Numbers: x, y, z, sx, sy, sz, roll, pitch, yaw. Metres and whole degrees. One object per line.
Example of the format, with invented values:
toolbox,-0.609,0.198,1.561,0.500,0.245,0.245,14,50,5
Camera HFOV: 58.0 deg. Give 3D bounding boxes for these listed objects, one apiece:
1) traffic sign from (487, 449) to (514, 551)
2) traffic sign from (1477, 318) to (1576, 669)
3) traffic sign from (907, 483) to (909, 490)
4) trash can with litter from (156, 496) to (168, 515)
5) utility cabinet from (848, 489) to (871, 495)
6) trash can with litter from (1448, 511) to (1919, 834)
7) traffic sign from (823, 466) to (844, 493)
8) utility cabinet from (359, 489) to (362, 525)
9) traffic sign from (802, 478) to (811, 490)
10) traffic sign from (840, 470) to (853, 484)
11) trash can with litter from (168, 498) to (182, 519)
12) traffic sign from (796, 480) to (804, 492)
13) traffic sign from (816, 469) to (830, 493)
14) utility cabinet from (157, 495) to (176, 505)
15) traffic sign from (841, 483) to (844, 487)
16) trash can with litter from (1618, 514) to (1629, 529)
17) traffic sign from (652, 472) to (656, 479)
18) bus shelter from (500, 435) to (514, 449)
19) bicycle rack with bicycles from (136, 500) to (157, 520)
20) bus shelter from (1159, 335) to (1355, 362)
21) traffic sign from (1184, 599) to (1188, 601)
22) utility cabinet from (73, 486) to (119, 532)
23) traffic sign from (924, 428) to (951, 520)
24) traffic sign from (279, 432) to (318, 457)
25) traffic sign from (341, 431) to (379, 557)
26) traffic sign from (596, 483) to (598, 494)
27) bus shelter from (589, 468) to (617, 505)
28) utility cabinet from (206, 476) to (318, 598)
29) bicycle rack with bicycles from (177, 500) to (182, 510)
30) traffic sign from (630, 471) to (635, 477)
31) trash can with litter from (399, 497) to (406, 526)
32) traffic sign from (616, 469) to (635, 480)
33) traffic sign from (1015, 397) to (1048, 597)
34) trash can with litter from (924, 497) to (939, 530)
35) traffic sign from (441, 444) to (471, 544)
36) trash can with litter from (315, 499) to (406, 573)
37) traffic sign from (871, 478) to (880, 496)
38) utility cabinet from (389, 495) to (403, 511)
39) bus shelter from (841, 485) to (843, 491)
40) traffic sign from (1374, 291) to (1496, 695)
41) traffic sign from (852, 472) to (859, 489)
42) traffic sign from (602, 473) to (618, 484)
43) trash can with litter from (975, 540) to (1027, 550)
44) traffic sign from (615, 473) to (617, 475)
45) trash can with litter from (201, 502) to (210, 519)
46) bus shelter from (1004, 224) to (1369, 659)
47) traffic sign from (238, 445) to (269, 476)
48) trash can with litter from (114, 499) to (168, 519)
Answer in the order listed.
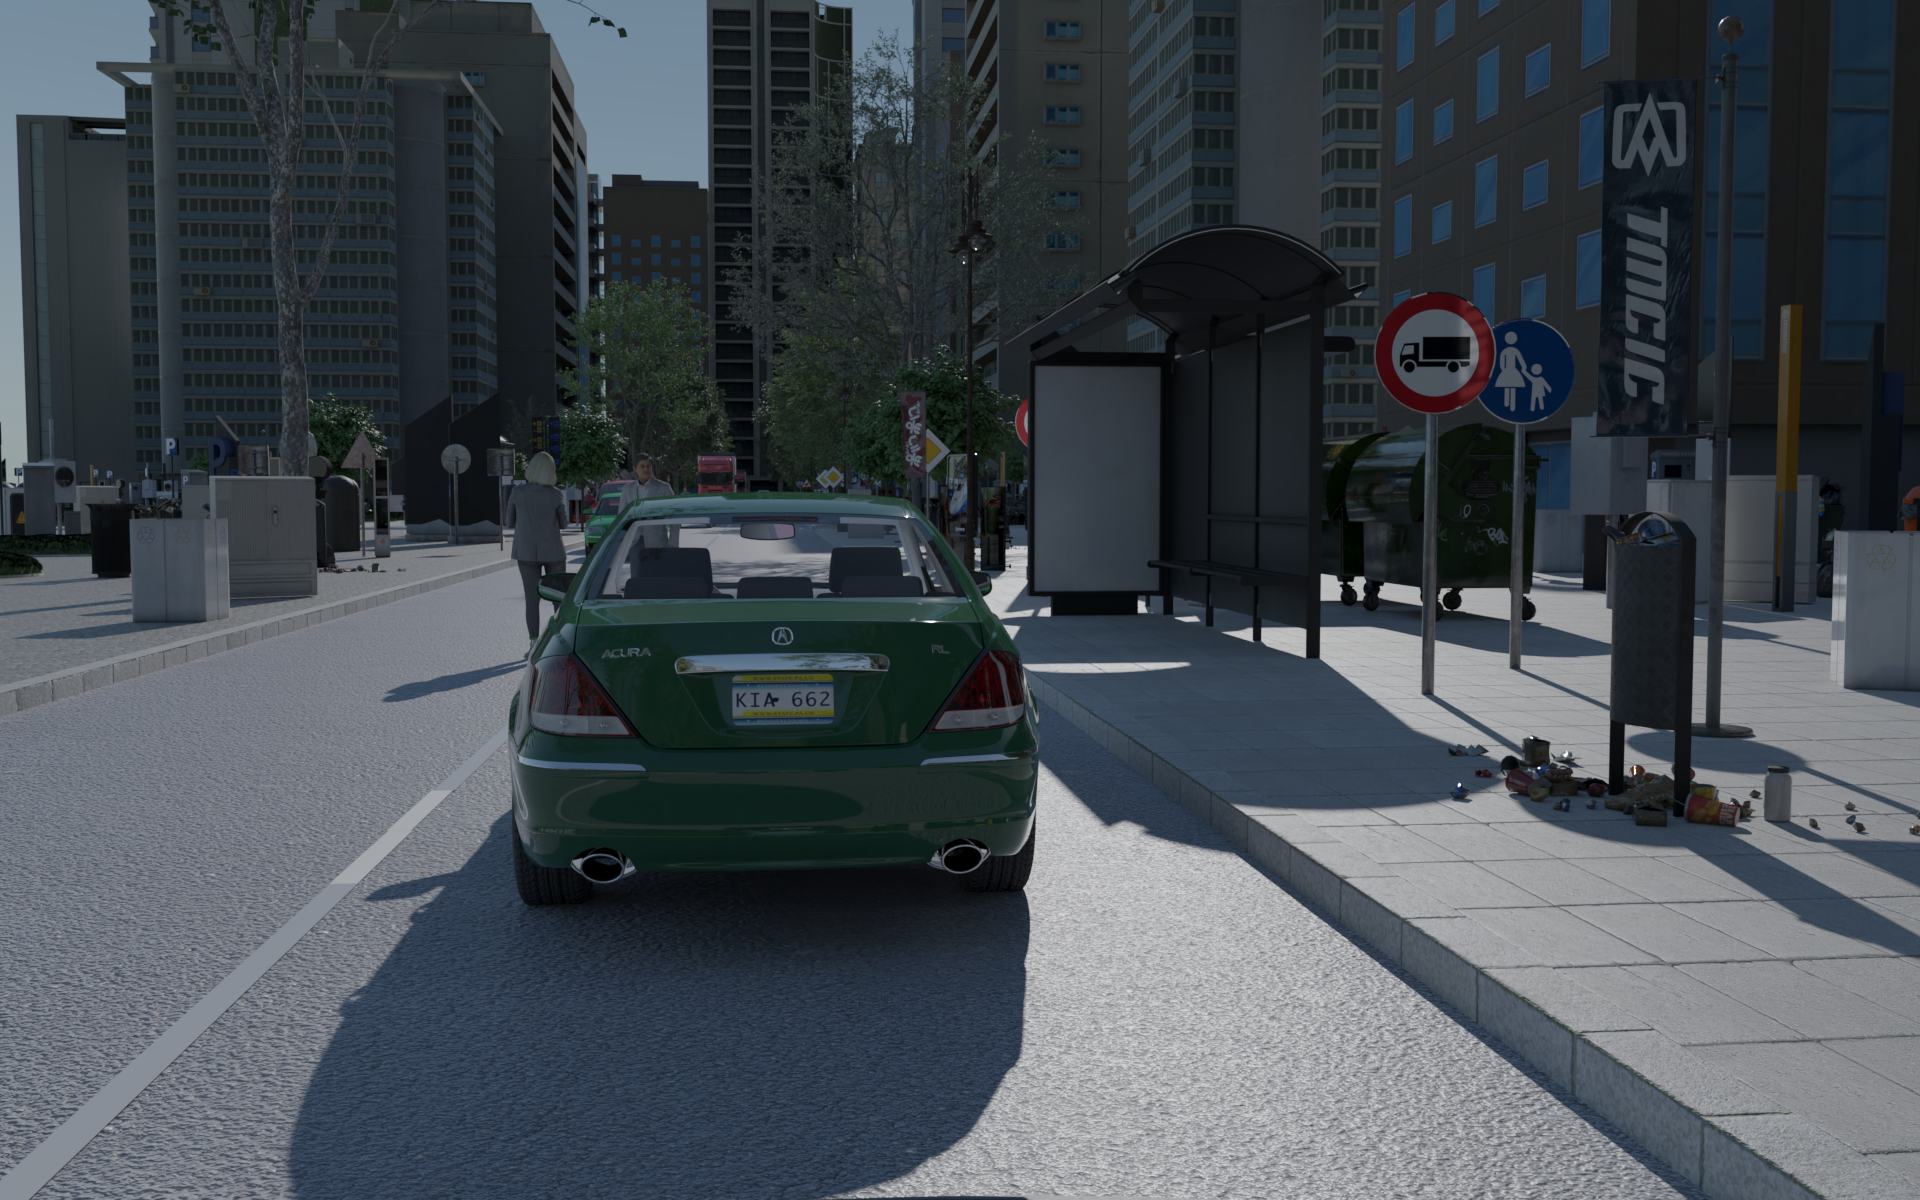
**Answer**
traffic sign,-10.368,-2.264,39.139,0.606,2.300,0.079,0,4,0
traffic sign,4.082,-0.768,12.658,0.768,2.556,0.104,0,4,-1
traffic sign,-1.880,-3.841,62.900,0.768,2.556,0.104,0,4,3
trash can with litter,-32.192,-3.634,70.479,2.233,1.210,1.678,1,4,13
utility cabinet,-4.776,-4.438,81.234,1.173,1.500,0.318,-2,4,-34
trash can with litter,2.879,0.218,7.496,1.678,1.210,2.233,-1,4,-8
traffic sign,-4.541,-3.581,62.195,0.795,2.450,0.064,0,4,-6
utility cabinet,-24.894,-3.776,70.411,1.173,1.500,0.318,-2,4,-24
traffic sign,-12.272,-8.487,138.758,0.884,2.594,0.081,0,4,2
traffic sign,-6.046,-5.608,91.802,0.768,2.556,0.104,0,4,-4
trash can with litter,-21.340,-2.131,46.227,1.055,1.170,0.624,1,4,11
traffic sign,-13.121,-8.722,142.705,0.768,2.556,0.104,0,4,-3
traffic sign,-5.443,-4.066,70.129,0.795,2.450,0.064,0,4,-6
utility cabinet,-49.817,-5.968,108.740,1.020,1.237,0.306,0,4,3
traffic sign,-6.755,-6.142,101.611,0.795,2.450,0.064,0,4,1
trash can with litter,11.036,-1.072,28.910,1.055,1.170,0.624,-3,5,-43
traffic sign,-16.247,-5.565,90.991,0.884,2.594,0.081,0,4,-5
bus shelter,-14.886,-3.575,52.381,2.014,3.302,5.546,0,4,-6
bicycle rack with bicycles,-40.704,-4.398,85.291,2.925,0.926,2.852,-1,4,-21
bus shelter,3.709,-3.029,27.160,2.179,5.291,8.768,0,4,-7
traffic sign,2.737,-1.265,20.794,0.768,2.556,0.104,0,4,1
utility cabinet,-23.508,-2.355,47.177,0.318,1.500,1.173,2,4,26
traffic sign,-0.560,-1.785,30.366,0.795,2.450,0.064,0,4,-4
traffic sign,-12.849,-2.050,33.628,0.768,2.556,0.104,0,4,3
traffic sign,-12.245,-2.171,35.501,0.884,2.594,0.081,0,4,-2
traffic sign,-15.633,-4.562,74.698,0.768,2.556,0.104,0,4,-4
bus shelter,-19.747,-7.035,92.661,2.179,5.291,8.768,0,4,-6
utility cabinet,-8.566,-0.774,21.326,1.173,1.500,0.318,-3,4,-37
bicycle rack with bicycles,-47.026,-5.468,102.784,2.852,0.926,2.925,-3,5,-43
traffic sign,-17.852,-5.813,95.147,0.768,2.556,0.104,0,4,-3
trash can with litter,-22.127,-3.592,70.121,0.624,1.170,1.055,2,4,28
traffic sign,-13.388,-4.013,69.251,0.795,2.450,0.064,0,4,-6
traffic sign,1.058,-1.310,21.524,0.768,2.556,0.104,0,4,-6
trash can with litter,-1.106,-3.038,61.057,0.624,1.170,1.055,-1,4,-21
traffic sign,-12.811,-2.686,44.028,0.768,2.556,0.104,0,4,3
trash can with litter,-10.267,-1.057,28.334,2.233,1.210,1.678,0,4,-7
traffic sign,-3.404,-4.272,71.038,0.795,2.450,0.064,0,4,3
utility cabinet,-33.493,-5.589,102.548,1.020,1.237,0.306,-3,5,-44
bus shelter,-9.081,-8.912,139.626,2.014,3.302,5.546,0,4,-7
traffic sign,2.995,-0.667,11.014,0.768,2.556,0.104,0,4,1
traffic sign,-6.090,-6.008,98.338,0.768,2.556,0.104,0,4,-3
traffic sign,-12.487,-3.527,61.316,0.795,2.450,0.064,0,4,-6
trash can with litter,0.836,-1.831,40.990,1.678,1.210,2.233,0,4,-4
traffic sign,-20.467,-6.304,103.079,0.884,2.594,0.081,0,4,3
trash can with litter,-10.077,-0.786,24.239,1.055,1.170,0.624,0,4,-1
bus shelter,1.775,-1.337,15.776,2.014,3.302,5.546,0,4,-6
traffic sign,-14.822,-2.094,36.369,0.606,2.300,0.079,0,4,-6
trash can with litter,-19.299,-1.785,40.564,0.624,1.170,1.055,3,5,40
